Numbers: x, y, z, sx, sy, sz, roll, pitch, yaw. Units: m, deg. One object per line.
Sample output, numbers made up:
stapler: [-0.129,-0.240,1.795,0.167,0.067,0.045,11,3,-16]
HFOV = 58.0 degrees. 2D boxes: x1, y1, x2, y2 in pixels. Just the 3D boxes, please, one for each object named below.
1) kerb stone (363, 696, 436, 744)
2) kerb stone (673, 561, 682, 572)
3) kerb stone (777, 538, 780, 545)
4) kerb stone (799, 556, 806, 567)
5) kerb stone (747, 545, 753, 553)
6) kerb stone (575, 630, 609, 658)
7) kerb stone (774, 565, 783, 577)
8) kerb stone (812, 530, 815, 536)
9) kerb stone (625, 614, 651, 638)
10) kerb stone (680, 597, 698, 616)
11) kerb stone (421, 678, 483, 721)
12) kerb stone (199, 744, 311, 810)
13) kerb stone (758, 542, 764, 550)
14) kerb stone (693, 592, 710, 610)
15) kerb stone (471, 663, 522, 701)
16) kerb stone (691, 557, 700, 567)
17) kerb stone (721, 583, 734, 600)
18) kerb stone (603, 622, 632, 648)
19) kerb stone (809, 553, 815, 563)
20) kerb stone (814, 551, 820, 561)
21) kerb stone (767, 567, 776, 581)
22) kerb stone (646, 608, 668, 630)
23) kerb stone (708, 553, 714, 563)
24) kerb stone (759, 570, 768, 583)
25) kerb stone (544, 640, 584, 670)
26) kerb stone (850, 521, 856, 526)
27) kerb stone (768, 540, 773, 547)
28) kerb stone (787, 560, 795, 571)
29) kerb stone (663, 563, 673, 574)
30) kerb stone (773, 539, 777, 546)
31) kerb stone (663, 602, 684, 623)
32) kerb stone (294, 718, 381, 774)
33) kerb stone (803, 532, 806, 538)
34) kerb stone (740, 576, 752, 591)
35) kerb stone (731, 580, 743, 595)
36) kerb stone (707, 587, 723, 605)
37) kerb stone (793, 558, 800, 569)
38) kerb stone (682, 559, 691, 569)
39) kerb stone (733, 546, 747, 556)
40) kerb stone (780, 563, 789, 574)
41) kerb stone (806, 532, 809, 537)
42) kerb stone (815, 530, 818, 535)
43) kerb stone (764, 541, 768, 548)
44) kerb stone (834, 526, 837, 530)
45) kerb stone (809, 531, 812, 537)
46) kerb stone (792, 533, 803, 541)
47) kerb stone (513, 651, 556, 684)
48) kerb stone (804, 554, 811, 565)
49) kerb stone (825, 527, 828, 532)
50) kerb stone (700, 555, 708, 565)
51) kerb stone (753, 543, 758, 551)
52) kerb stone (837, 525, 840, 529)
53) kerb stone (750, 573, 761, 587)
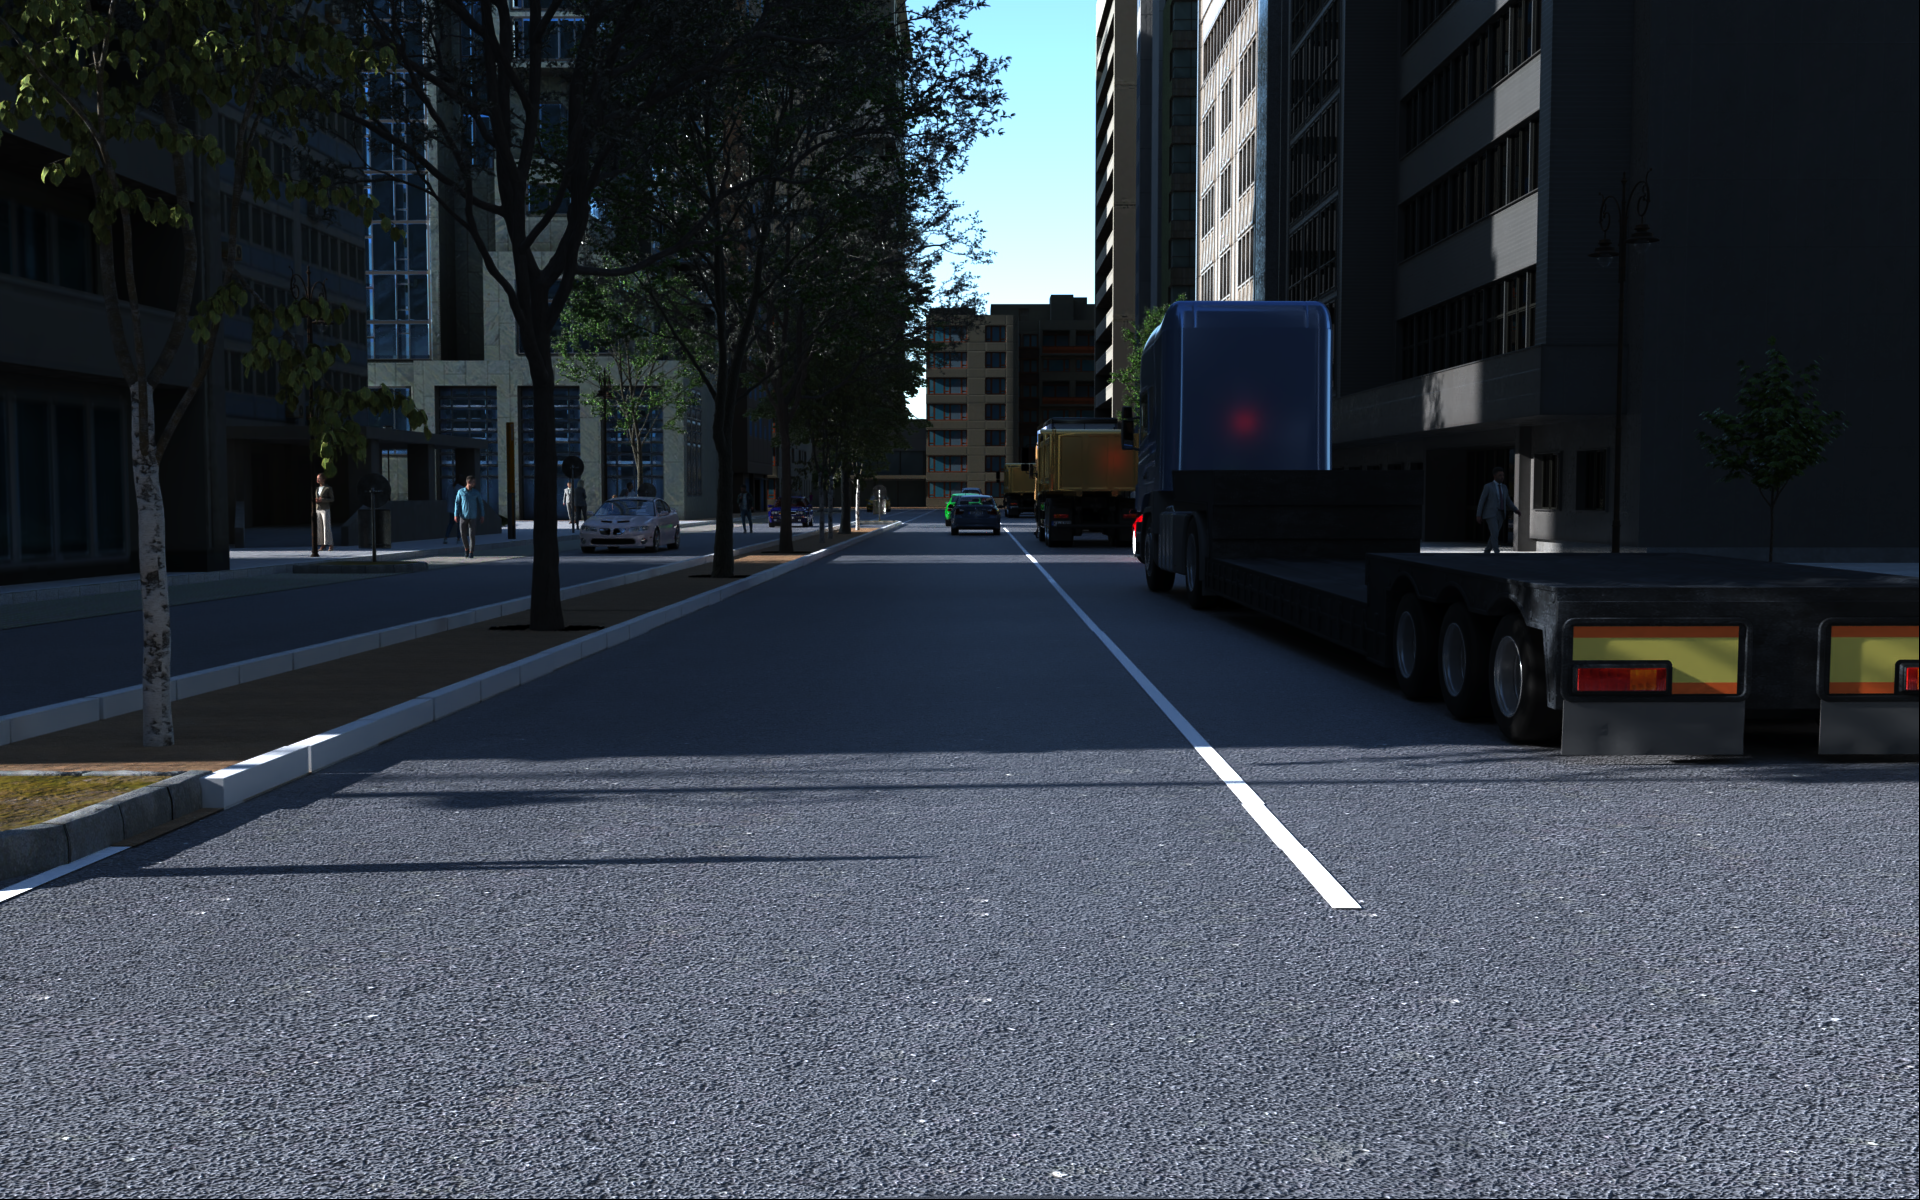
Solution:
kerb stone: [-3.378,0.727,10.394,0.120,0.150,1.000,0,4,0]
kerb stone: [-5.307,-0.594,31.905,0.120,0.150,1.000,0,4,0]
kerb stone: [-5.180,-1.593,48.307,0.120,0.150,1.000,0,4,0]
kerb stone: [-3.188,-0.716,33.977,0.120,0.150,1.000,0,4,0]
kerb stone: [-5.218,-1.219,42.155,0.120,0.150,1.000,0,4,0]
kerb stone: [-3.337,0.408,15.527,0.120,0.150,1.000,0,4,0]
kerb stone: [-3.218,-0.466,29.875,0.120,0.150,1.000,0,4,0]
kerb stone: [-5.099,-2.223,58.546,0.120,0.150,1.000,0,4,0]
kerb stone: [-3.313,0.282,17.579,0.120,0.150,1.000,0,4,0]
kerb stone: [-3.294,0.099,20.647,0.120,0.150,1.000,0,4,0]
kerb stone: [-3.368,0.659,11.422,0.120,0.150,1.000,0,4,0]
kerb stone: [-3.391,0.851,8.344,0.120,0.150,1.000,0,4,0]
kerb stone: [-5.200,-1.346,44.199,0.120,0.150,1.000,0,4,0]
kerb stone: [-3.290,0.035,21.669,0.120,0.150,1.000,0,4,0]
kerb stone: [-3.359,0.597,12.453,0.120,0.150,1.000,0,4,0]
kerb stone: [-5.290,-0.720,33.962,0.120,0.150,1.000,0,4,0]
kerb stone: [-3.262,-0.093,23.716,0.120,0.150,1.000,0,4,0]
kerb stone: [-3.324,0.345,16.555,0.120,0.150,1.000,0,4,0]
kerb stone: [-3.169,-0.846,36.027,0.120,0.150,1.000,0,4,0]
kerb stone: [-3.157,-0.909,37.054,0.120,0.150,1.000,0,4,0]
kerb stone: [-3.228,-0.406,28.836,0.120,0.150,1.000,0,4,0]
kerb stone: [-3.314,0.220,18.601,0.120,0.150,1.000,0,4,0]
kerb stone: [-5.271,-0.845,36.011,0.120,0.150,1.000,0,4,0]
kerb stone: [-3.241,-0.342,27.814,0.120,0.150,1.000,0,4,0]
kerb stone: [-3.346,0.471,14.505,0.120,0.150,1.000,0,4,0]
kerb stone: [-4.919,-3.600,81.063,0.120,0.150,1.000,0,4,0]
kerb stone: [-5.189,-1.465,46.246,0.120,0.150,1.000,0,4,0]
kerb stone: [-3.209,-0.595,31.923,0.120,0.150,1.000,0,4,0]
kerb stone: [-5.308,-0.526,30.883,0.120,0.150,1.000,0,4,0]
kerb stone: [-5.187,-1.530,47.268,0.120,0.150,1.000,0,4,0]
kerb stone: [-3.304,0.160,19.624,0.120,0.150,1.000,0,4,0]
kerb stone: [-3.377,0.790,9.366,0.120,0.150,1.000,0,4,0]
kerb stone: [-5.117,-2.034,55.470,0.120,0.150,1.000,0,4,0]
kerb stone: [-3.250,-0.218,25.765,0.120,0.150,1.000,0,4,0]
kerb stone: [-3.257,-0.156,24.743,0.120,0.150,1.000,0,4,0]
kerb stone: [-3.278,-0.030,22.691,0.120,0.150,1.000,0,4,0]
kerb stone: [-3.198,-0.652,32.946,0.120,0.150,1.000,0,4,0]
kerb stone: [-5.299,-0.653,32.932,0.120,0.150,1.000,0,4,0]
kerb stone: [-5.232,-1.153,41.124,0.120,0.150,1.000,0,4,0]
kerb stone: [-3.214,-0.532,30.901,0.120,0.150,1.000,0,4,0]
kerb stone: [-5.100,-2.098,56.500,0.120,0.150,1.000,0,4,0]
kerb stone: [-5.087,-2.284,59.574,0.120,0.150,1.000,0,4,0]
kerb stone: [-5.202,-1.408,45.222,0.120,0.150,1.000,0,4,0]
kerb stone: [-5.024,-2.785,67.759,0.120,0.150,1.000,0,4,0]
kerb stone: [-5.103,-2.161,57.523,0.120,0.150,1.000,0,4,0]
kerb stone: [-5.124,-1.969,54.448,0.120,0.150,1.000,0,4,0]
kerb stone: [-3.348,0.536,13.477,0.120,0.150,1.000,0,4,0]
kerb stone: [-3.172,-0.783,34.999,0.120,0.150,1.000,0,4,0]
kerb stone: [-5.046,-2.526,63.665,0.120,0.150,1.000,0,4,0]
kerb stone: [-5.284,-0.780,34.987,0.120,0.150,1.000,0,4,0]
kerb stone: [-5.214,-1.283,43.177,0.120,0.150,1.000,0,4,0]
kerb stone: [-4.991,-2.969,70.830,0.120,0.150,1.000,0,4,0]
kerb stone: [-3.245,-0.274,26.788,0.120,0.150,1.000,0,4,0]
